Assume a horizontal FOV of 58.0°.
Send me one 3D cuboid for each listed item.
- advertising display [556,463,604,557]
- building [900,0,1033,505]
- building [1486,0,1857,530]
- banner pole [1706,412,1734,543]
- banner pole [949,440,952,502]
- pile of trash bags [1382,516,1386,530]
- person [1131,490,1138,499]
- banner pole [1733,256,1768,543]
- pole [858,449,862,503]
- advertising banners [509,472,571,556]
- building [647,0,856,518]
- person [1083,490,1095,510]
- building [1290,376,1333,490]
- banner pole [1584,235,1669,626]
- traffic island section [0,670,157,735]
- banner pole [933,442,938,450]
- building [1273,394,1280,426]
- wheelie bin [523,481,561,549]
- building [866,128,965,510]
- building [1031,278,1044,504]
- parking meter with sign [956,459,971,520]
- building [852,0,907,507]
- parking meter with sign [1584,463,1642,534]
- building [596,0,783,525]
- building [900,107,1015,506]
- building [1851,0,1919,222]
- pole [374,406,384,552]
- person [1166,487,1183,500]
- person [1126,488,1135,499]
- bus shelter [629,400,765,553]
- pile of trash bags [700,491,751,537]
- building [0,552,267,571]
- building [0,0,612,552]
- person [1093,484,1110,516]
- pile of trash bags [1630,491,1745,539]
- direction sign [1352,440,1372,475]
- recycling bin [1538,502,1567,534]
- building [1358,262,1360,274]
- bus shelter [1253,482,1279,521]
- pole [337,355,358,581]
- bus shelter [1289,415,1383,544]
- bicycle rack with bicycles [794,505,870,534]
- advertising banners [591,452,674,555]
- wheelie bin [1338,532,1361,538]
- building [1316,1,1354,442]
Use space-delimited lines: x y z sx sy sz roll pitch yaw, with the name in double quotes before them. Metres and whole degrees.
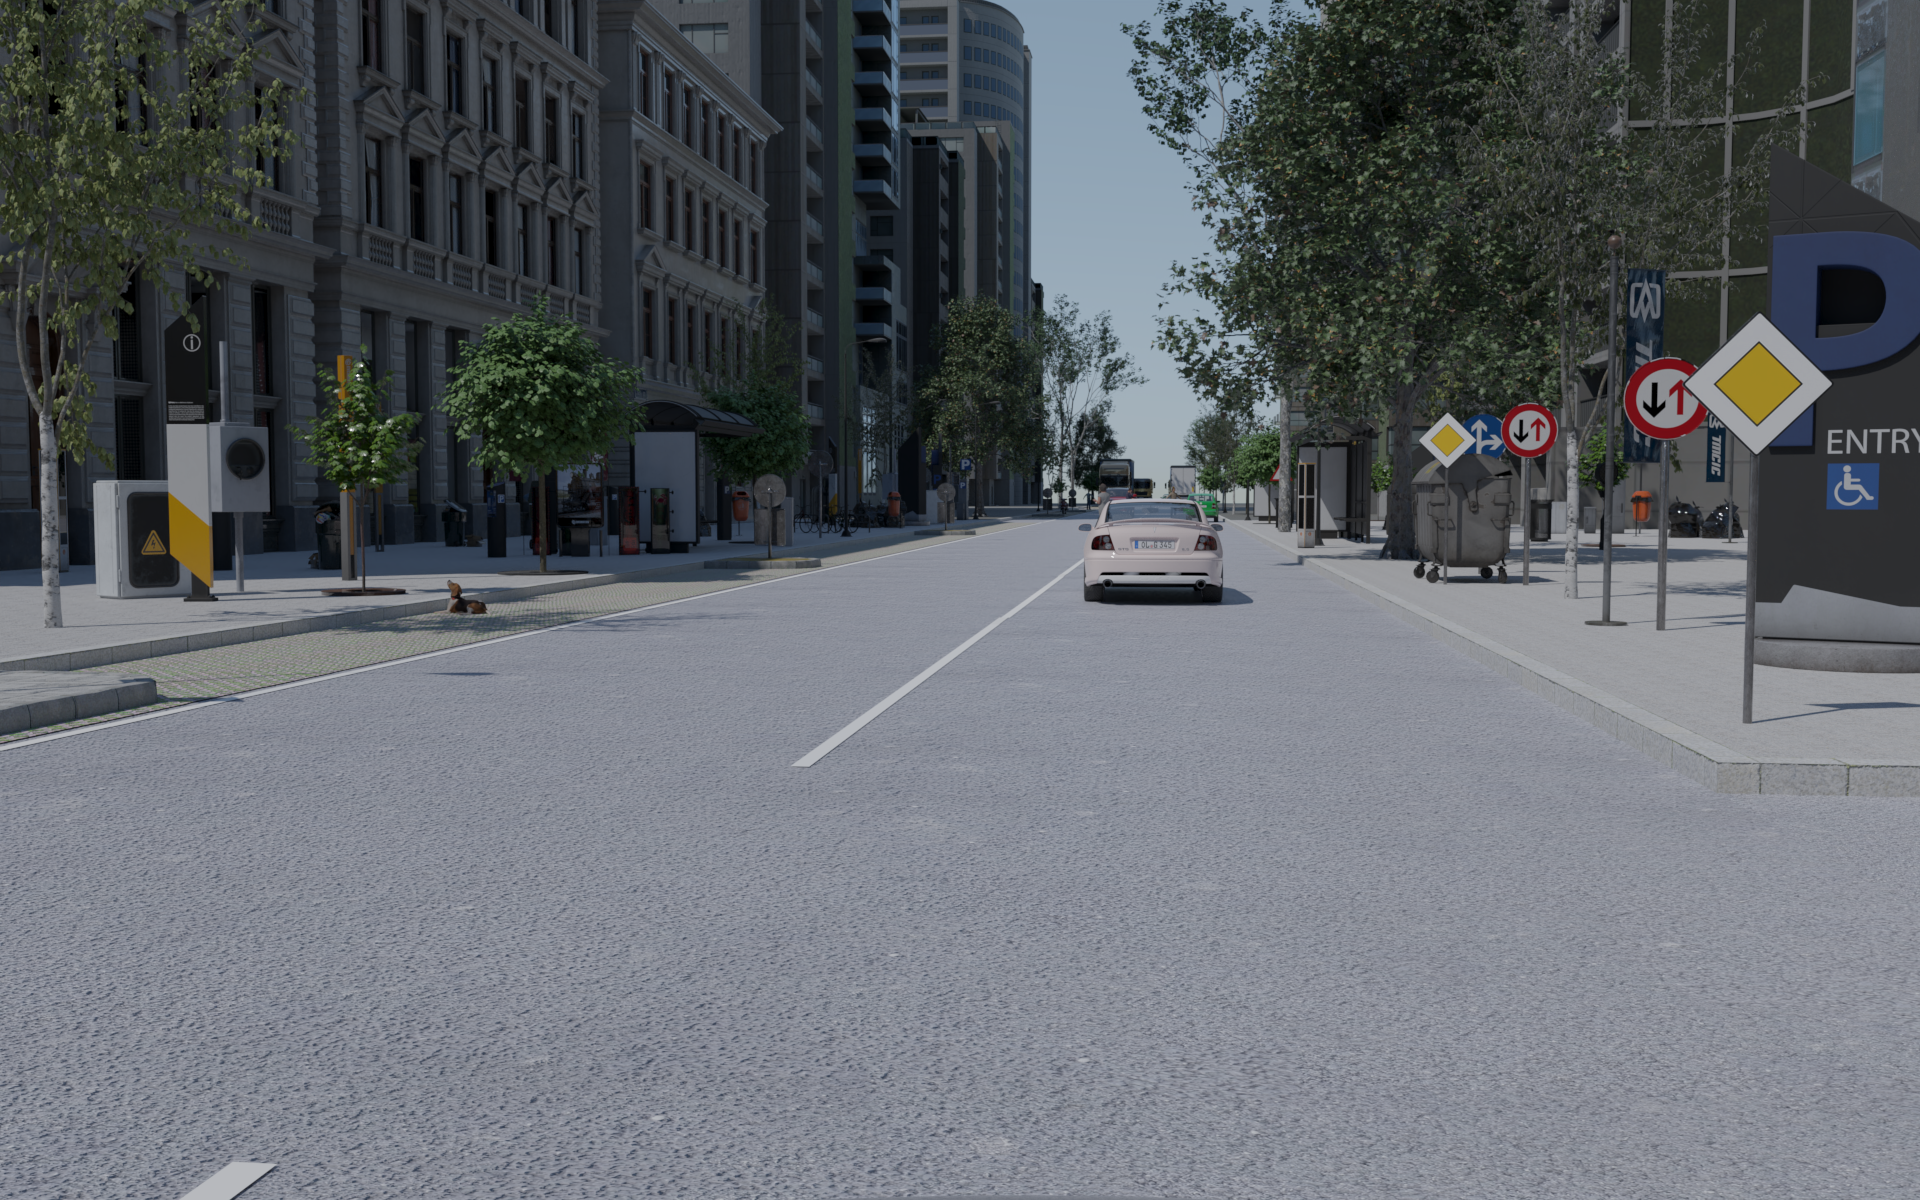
"advertising display" -7.758 -1.844 35.371 0.974 1.923 0.123 0 4 5
"building" -3.097 -40.669 206.929 21.231 58.520 28.212 0 4 7
"building" 32.250 -38.299 64.440 20.563 71.187 20.611 0 4 7
"banner pole" 19.872 -3.372 45.146 0.863 3.779 0.401 1 4 11
"banner pole" -0.452 -5.488 79.738 0.401 3.779 0.863 0 4 3
"pile of trash bags" 16.895 -3.203 62.116 3.447 1.369 1.912 -2 4 -34
"person" 11.112 -6.292 112.305 0.756 1.711 0.436 2 4 25
"banner pole" 7.697 -1.614 16.398 0.401 3.779 0.863 3 4 37
"pole" -4.511 -5.150 78.048 0.158 3.312 0.155 0 3 0
"advertising banners" -8.736 -2.447 36.196 2.074 3.025 0.090 2 4 28
"building" -13.917 -25.167 95.076 14.154 41.232 14.086 0 4 7
"person" 11.827 -9.196 158.936 1.350 1.814 0.705 3 4 37
"building" 42.533 -30.855 188.080 14.154 41.232 14.086 0 4 7
"banner pole" 6.555 -1.648 16.956 0.863 3.779 0.401 -1 4 -20
"traffic island section" -6.583 0.687 11.055 2.009 0.180 2.903 0 4 7
"banner pole" -1.141 -5.710 83.382 0.401 3.779 0.863 -2 4 -26
"building" 52.388 -36.986 224.331 23.786 49.044 30.456 0 4 7
"wheelie bin" -9.686 -1.986 40.383 0.980 1.594 0.693 0 4 3
"building" -7.343 -22.548 140.359 14.160 30.474 14.107 0 4 7
"building" 3.551 -27.944 228.588 14.160 30.474 14.107 0 4 7
"parking meter with sign" 0.155 -5.453 85.417 0.543 3.016 1.738 1 4 9
"building" -15.082 -49.189 116.917 22.319 86.520 31.000 0 4 7
"parking meter with sign" 21.073 -3.645 55.855 1.738 3.016 0.543 1 4 15
"building" -15.174 -14.330 70.456 11.583 22.565 21.152 0 4 7
"building" -1.815 -30.672 185.077 14.154 41.232 14.086 0 4 7
"building" 30.427 -24.767 24.545 30.456 49.044 23.786 0 4 7
"pole" -12.881 -2.722 38.348 0.158 3.312 0.155 0 3 0
"person" 12.618 -5.729 102.179 1.348 1.823 0.705 -1 4 -21
"person" 9.498 -5.325 96.016 0.568 1.767 0.683 1 4 21
"bus shelter" -6.106 -2.814 39.938 2.014 3.302 5.546 0 4 7
"pile of trash bags" -8.079 -2.632 52.785 3.447 1.369 1.912 -1 4 -19
"building" -20.484 -12.323 30.364 11.050 23.489 19.941 0 4 7
"building" -18.163 -13.532 50.133 11.050 23.489 19.941 0 4 7
"person" 4.882 -3.052 58.760 0.716 1.782 0.532 -2 4 -35
"pile of trash bags" 21.412 -2.535 51.206 1.912 1.369 3.447 -3 4 -36
"direction sign" 16.323 -4.808 70.600 0.876 3.537 0.379 1 4 18
"recycling bin" 19.190 -2.662 56.081 0.722 1.027 0.722 0 4 3
"building" 33.232 -20.998 115.010 14.160 30.474 14.107 0 4 7
"bus shelter" 14.361 -5.225 79.345 2.014 3.302 5.546 0 4 7
"pole" -9.056 -1.942 25.601 0.158 3.312 0.155 0 3 0
"bus shelter" 10.102 -3.246 47.003 2.014 3.302 5.546 0 4 7
"bicycle rack with bicycles" -4.239 -2.686 57.303 2.852 0.926 2.925 -3 5 -43
"advertising banners" -6.933 -2.458 36.377 2.074 3.025 0.090 -3 5 -41
"wheelie bin" 11.442 -2.620 50.749 0.693 1.594 0.980 -2 4 -26
"building" 42.463 -33.335 134.262 28.713 52.752 27.495 0 4 7
